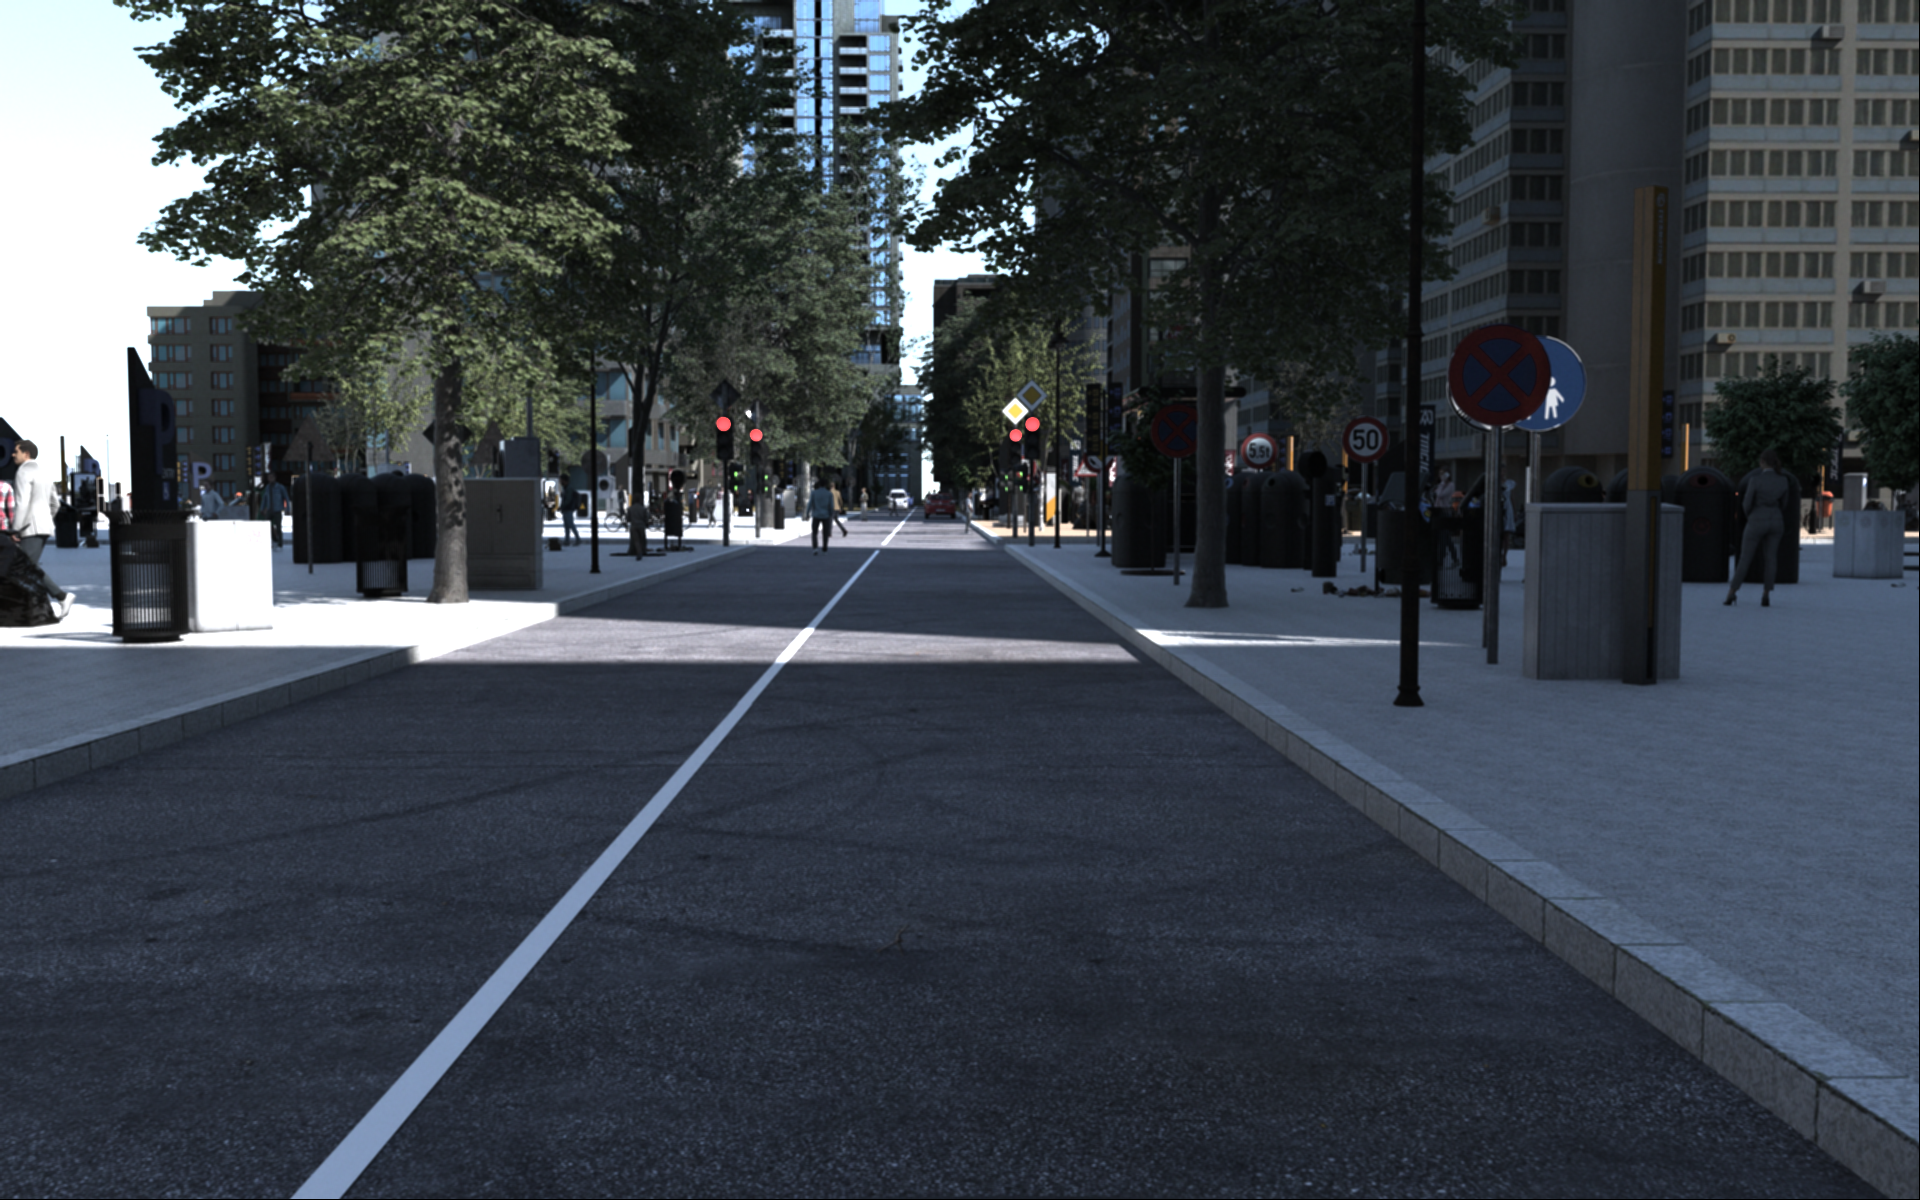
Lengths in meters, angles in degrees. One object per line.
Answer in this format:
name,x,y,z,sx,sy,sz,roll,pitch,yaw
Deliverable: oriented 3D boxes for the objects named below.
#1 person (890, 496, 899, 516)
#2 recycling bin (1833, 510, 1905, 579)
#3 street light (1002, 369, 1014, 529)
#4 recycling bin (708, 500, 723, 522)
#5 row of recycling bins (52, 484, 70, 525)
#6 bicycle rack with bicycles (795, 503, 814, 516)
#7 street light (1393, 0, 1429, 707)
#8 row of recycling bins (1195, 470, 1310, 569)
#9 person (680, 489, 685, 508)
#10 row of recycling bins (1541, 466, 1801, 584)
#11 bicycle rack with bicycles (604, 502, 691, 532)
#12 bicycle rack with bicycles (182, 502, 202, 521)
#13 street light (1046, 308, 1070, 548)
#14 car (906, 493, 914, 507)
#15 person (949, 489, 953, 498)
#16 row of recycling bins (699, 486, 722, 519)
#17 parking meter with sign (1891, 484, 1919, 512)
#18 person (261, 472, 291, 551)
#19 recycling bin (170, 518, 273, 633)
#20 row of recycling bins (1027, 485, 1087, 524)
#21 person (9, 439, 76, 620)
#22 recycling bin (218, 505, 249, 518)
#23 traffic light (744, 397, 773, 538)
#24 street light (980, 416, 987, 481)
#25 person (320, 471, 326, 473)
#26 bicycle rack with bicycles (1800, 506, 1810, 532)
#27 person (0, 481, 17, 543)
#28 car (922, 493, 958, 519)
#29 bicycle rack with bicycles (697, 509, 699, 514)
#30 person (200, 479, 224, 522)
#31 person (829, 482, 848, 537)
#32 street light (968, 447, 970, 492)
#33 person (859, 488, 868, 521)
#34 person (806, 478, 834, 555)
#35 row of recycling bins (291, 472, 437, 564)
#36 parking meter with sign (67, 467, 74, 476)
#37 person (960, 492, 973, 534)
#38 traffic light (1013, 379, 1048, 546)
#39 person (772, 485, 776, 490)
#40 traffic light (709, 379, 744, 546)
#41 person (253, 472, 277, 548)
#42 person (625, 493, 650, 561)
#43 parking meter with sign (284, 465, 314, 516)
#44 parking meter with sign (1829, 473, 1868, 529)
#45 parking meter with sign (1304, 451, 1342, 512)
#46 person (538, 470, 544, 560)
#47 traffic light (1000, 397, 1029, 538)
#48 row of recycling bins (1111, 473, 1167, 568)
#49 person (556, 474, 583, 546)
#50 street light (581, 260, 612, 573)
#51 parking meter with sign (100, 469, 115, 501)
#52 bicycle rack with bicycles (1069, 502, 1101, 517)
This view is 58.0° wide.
person,-4.269,-6.104,112.578,0.640,1.303,0.475,0,4,-8
recycling bin,13.917,-0.854,26.522,0.722,1.027,0.722,-2,4,-28
street light,1.815,-5.583,64.074,0.468,5.910,1.993,0,4,-1
recycling bin,-11.287,-4.154,80.467,0.722,1.027,0.722,0,4,2
row of recycling bins,-37.894,-3.976,72.124,1.069,1.692,3.534,-1,4,-11
bicycle rack with bicycles,-9.516,-5.411,101.859,2.852,0.926,2.925,2,4,29
street light,2.727,-2.297,10.351,0.468,5.910,1.993,0,4,-1
row of recycling bins,5.312,-1.488,31.437,1.069,1.692,3.534,-1,4,-17
person,-17.991,-6.435,111.476,0.478,1.798,0.641,-1,4,-21
row of recycling bins,10.390,-1.122,25.461,3.534,1.692,1.069,1,4,13
bicycle rack with bicycles,-10.630,-2.790,58.992,2.925,0.926,2.852,-1,4,-9
bicycle rack with bicycles,-34.007,-3.793,75.392,2.925,0.926,2.852,-3,5,-43
street light,2.314,-4.174,41.026,0.468,5.910,1.993,0,4,-1
car,-6.090,-11.179,192.372,1.945,1.707,3.694,0,4,0
person,-0.705,-7.031,123.632,0.526,1.800,0.537,-1,4,-15
row of recycling bins,-12.836,-5.114,90.723,1.069,1.692,3.534,0,4,7
parking meter with sign,34.372,-4.031,62.162,0.543,3.016,1.738,-3,5,-43
person,-15.377,-1.990,38.920,0.601,1.785,0.444,1,4,16
recycling bin,-6.995,-0.235,16.390,0.722,1.027,0.722,-3,5,-43
row of recycling bins,4.028,-4.218,76.083,3.534,1.692,1.069,2,4,31
person,-9.400,-0.724,17.719,0.795,1.843,0.661,0,4,2
recycling bin,-16.027,-1.557,38.019,0.722,1.027,0.722,-2,4,-31
traffic light,-5.869,-3.756,50.334,0.839,4.253,0.868,0,4,-1
street light,1.300,-7.443,94.478,0.468,5.910,1.993,0,4,-1
person,-14.881,-2.103,40.436,0.555,1.821,0.388,-1,4,-22
bicycle rack with bicycles,27.675,-2.826,59.582,2.852,0.926,2.925,0,4,6
person,-11.198,-0.803,20.016,0.563,1.720,0.643,-2,4,-31
car,-1.171,-5.650,101.421,2.155,1.783,4.494,0,4,-1
bicycle rack with bicycles,-15.980,-5.949,110.642,2.852,0.926,2.925,0,4,-2
person,-15.904,-1.767,36.739,0.589,1.601,0.330,2,4,29
person,-4.167,-3.027,57.906,0.836,1.842,0.656,0,4,4
street light,0.669,-9.292,124.719,0.468,5.910,1.993,0,4,-1
person,-5.066,-4.993,90.689,0.362,1.759,0.519,-3,4,-38
person,-3.300,-1.978,40.867,0.660,1.820,0.620,0,4,-7
row of recycling bins,-11.394,-1.611,33.449,1.069,1.692,3.534,1,4,23
parking meter with sign,-58.012,-7.058,111.662,0.543,3.016,1.738,1,4,21
person,0.290,-3.153,62.642,0.503,1.515,0.523,3,4,38
traffic light,1.740,-3.277,42.505,0.839,4.253,0.868,0,4,-1
person,-10.475,-5.628,98.249,0.526,1.800,0.537,-1,4,-11
traffic light,-5.719,-3.268,42.350,0.839,4.253,0.868,0,4,-1
person,-16.288,-2.107,40.732,0.529,1.795,0.600,-2,4,-35
person,-6.244,-1.418,33.493,0.475,1.303,0.640,-2,4,-26
parking meter with sign,-38.810,-6.441,101.569,0.543,3.016,1.738,3,4,36
parking meter with sign,32.408,-4.064,62.706,0.543,3.016,1.738,-3,5,-41
parking meter with sign,14.732,-4.508,69.966,1.738,3.016,0.543,-2,4,-31
person,-8.265,-1.659,33.508,0.444,1.785,0.601,1,4,20
traffic light,1.591,-3.766,50.489,0.839,4.253,0.868,0,4,-1
row of recycling bins,3.274,-1.496,31.572,1.069,1.692,3.534,0,4,7
person,-9.637,-2.212,42.558,0.721,1.781,0.623,-2,4,-32
street light,-5.932,-3.376,27.982,0.468,5.910,1.993,0,4,-1
parking meter with sign,-59.191,-7.639,121.155,1.738,3.016,0.543,-2,4,-34
bicycle rack with bicycles,6.452,-4.581,88.273,2.852,0.926,2.925,0,4,-1
